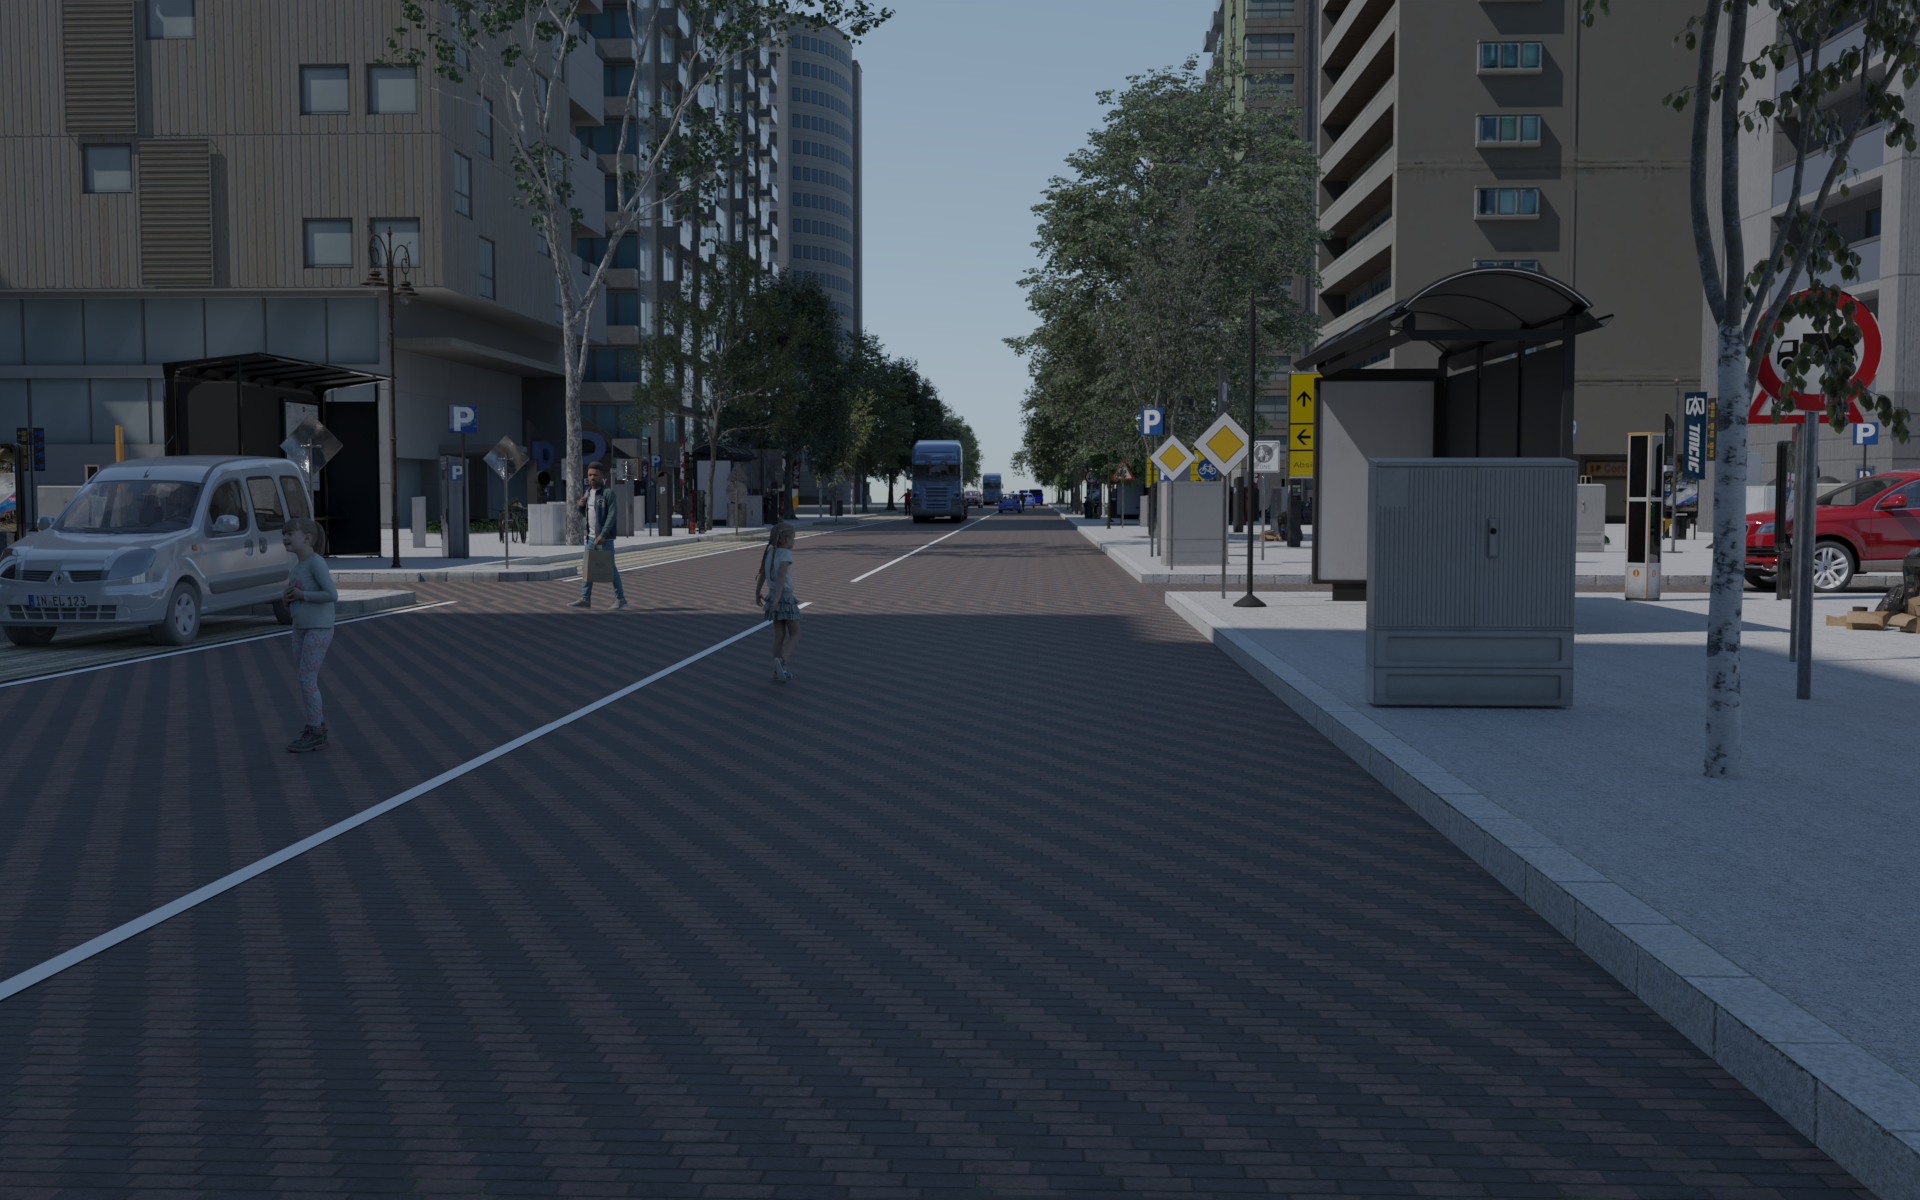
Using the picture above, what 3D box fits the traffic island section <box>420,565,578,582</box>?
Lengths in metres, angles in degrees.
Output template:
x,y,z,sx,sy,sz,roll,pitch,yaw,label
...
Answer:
x,y,z,sx,sy,sz,roll,pitch,yaw,label
-7.788,-0.454,29.706,2.009,0.180,2.903,0,4,2,traffic island section

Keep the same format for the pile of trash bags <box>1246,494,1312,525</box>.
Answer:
x,y,z,sx,sy,sz,roll,pitch,yaw,label
13.275,-3.866,72.954,3.447,1.369,1.912,0,4,-1,pile of trash bags

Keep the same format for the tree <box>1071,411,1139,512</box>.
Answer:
x,y,z,sx,sy,sz,roll,pitch,yaw,label
9.252,-12.024,122.345,9.928,11.665,9.643,0,3,0,tree

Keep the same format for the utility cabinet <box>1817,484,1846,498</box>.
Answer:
x,y,z,sx,sy,sz,roll,pitch,yaw,label
18.322,-1.719,36.790,1.173,1.500,0.318,3,5,43,utility cabinet

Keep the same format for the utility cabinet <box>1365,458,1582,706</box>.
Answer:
x,y,z,sx,sy,sz,roll,pitch,yaw,label
3.068,-0.107,10.424,1.173,1.500,0.318,0,4,3,utility cabinet

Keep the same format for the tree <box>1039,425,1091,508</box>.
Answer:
x,y,z,sx,sy,sz,roll,pitch,yaw,label
10.393,-14.831,160.612,7.486,12.596,7.792,0,3,0,tree

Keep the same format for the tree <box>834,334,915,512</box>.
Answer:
x,y,z,sx,sy,sz,roll,pitch,yaw,label
-6.830,-12.519,122.816,7.486,12.596,7.792,0,3,0,tree

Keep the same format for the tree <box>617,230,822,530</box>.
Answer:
x,y,z,sx,sy,sz,roll,pitch,yaw,label
-8.608,-7.746,61.053,7.601,10.594,8.767,1,4,12,tree

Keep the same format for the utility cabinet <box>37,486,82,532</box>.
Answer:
x,y,z,sx,sy,sz,roll,pitch,yaw,label
-24.628,-2.376,47.532,1.173,1.500,0.318,-2,4,-24,utility cabinet

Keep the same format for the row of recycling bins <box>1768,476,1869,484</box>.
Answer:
x,y,z,sx,sy,sz,roll,pitch,yaw,label
20.431,-2.004,39.883,3.534,1.692,1.069,1,4,9,row of recycling bins

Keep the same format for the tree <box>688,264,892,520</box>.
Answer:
x,y,z,sx,sy,sz,roll,pitch,yaw,label
-8.574,-10.356,86.320,9.611,12.733,9.660,0,3,0,tree

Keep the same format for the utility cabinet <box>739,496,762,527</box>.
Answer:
x,y,z,sx,sy,sz,roll,pitch,yaw,label
-8.273,-3.465,67.816,1.020,1.237,0.306,1,4,14,utility cabinet

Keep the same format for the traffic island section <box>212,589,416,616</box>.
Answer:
x,y,z,sx,sy,sz,roll,pitch,yaw,label
-8.130,0.034,21.728,2.009,0.180,2.903,0,4,2,traffic island section

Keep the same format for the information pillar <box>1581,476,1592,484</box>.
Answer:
x,y,z,sx,sy,sz,roll,pitch,yaw,label
25.095,-3.974,69.466,0.304,2.012,0.304,-1,4,-19,information pillar

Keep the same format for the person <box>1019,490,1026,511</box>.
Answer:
x,y,z,sx,sy,sz,roll,pitch,yaw,label
5.295,-8.373,145.956,0.434,1.755,0.990,3,5,40,person

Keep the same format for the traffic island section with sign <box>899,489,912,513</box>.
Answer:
x,y,z,sx,sy,sz,roll,pitch,yaw,label
-3.527,-7.374,129.190,1.989,1.847,2.006,0,4,2,traffic island section with sign

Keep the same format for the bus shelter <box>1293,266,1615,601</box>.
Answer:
x,y,z,sx,sy,sz,roll,pitch,yaw,label
4.894,-1.482,18.162,2.014,3.302,5.546,0,4,3,bus shelter

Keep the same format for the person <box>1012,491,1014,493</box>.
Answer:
x,y,z,sx,sy,sz,roll,pitch,yaw,label
4.501,-8.400,146.775,0.436,1.711,0.756,-1,4,-20,person

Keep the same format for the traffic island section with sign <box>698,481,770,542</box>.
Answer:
x,y,z,sx,sy,sz,roll,pitch,yaw,label
-6.802,-2.689,52.590,1.989,1.847,2.006,0,4,2,traffic island section with sign

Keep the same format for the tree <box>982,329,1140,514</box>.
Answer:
x,y,z,sx,sy,sz,roll,pitch,yaw,label
7.633,-11.872,111.117,9.611,12.733,9.660,0,3,0,tree

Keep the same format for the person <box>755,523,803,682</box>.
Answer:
x,y,z,sx,sy,sz,roll,pitch,yaw,label
-1.443,0.011,13.336,0.505,1.210,0.382,3,5,44,person

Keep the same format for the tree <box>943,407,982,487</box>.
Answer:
x,y,z,sx,sy,sz,roll,pitch,yaw,label
-2.214,-18.630,222.725,7.486,12.596,7.792,0,3,0,tree

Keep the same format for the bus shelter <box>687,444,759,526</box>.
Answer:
x,y,z,sx,sy,sz,roll,pitch,yaw,label
-9.809,-4.779,72.066,2.014,3.302,5.546,0,4,3,bus shelter

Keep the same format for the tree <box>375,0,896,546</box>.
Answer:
x,y,z,sx,sy,sz,roll,pitch,yaw,label
-8.418,-11.357,41.568,12.611,20.169,13.585,0,3,0,tree

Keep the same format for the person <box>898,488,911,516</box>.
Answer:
x,y,z,sx,sy,sz,roll,pitch,yaw,label
-3.413,-6.427,113.521,1.348,1.831,0.705,0,4,-3,person

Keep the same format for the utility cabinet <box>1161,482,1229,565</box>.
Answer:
x,y,z,sx,sy,sz,roll,pitch,yaw,label
4.213,-1.371,31.098,1.173,1.500,0.318,-1,4,-13,utility cabinet

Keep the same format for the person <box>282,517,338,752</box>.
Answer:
x,y,z,sx,sy,sz,roll,pitch,yaw,label
-3.676,0.186,9.742,0.425,1.301,0.394,2,4,24,person

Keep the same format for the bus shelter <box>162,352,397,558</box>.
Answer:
x,y,z,sx,sy,sz,roll,pitch,yaw,label
-12.289,-2.478,31.806,1.731,3.624,6.357,0,4,3,bus shelter

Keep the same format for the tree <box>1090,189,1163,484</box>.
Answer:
x,y,z,sx,sy,sz,roll,pitch,yaw,label
4.813,-5.515,40.533,4.360,8.622,3.978,0,3,0,tree

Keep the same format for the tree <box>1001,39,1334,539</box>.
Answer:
x,y,z,sx,sy,sz,roll,pitch,yaw,label
5.836,-8.749,49.704,9.857,13.997,8.962,0,3,0,tree

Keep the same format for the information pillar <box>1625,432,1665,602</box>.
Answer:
x,y,z,sx,sy,sz,roll,pitch,yaw,label
8.214,-0.996,20.784,0.304,2.012,0.304,-3,4,-36,information pillar

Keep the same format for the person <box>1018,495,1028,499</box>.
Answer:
x,y,z,sx,sy,sz,roll,pitch,yaw,label
6.199,-10.083,174.077,1.217,1.735,0.721,0,4,8,person

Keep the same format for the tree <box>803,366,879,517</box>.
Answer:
x,y,z,sx,sy,sz,roll,pitch,yaw,label
-7.549,-8.934,96.440,4.737,8.622,4.395,0,3,0,tree

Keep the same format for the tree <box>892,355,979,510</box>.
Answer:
x,y,z,sx,sy,sz,roll,pitch,yaw,label
-5.470,-13.584,139.108,9.611,12.733,9.660,0,3,0,tree

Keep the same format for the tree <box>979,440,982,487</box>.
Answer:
x,y,z,sx,sy,sz,roll,pitch,yaw,label
-4.078,-15.163,164.917,9.611,12.733,9.660,0,3,0,tree

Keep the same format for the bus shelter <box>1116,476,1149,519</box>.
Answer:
x,y,z,sx,sy,sz,roll,pitch,yaw,label
8.545,-5.564,84.890,2.014,3.302,5.546,0,4,2,bus shelter

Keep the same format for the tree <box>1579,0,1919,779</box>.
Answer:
x,y,z,sx,sy,sz,roll,pitch,yaw,label
3.684,-3.496,7.516,4.360,8.622,3.978,0,3,0,tree

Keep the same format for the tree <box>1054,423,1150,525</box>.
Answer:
x,y,z,sx,sy,sz,roll,pitch,yaw,label
6.795,-5.451,72.830,4.285,4.588,4.351,0,3,0,tree

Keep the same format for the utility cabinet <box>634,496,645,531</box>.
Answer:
x,y,z,sx,sy,sz,roll,pitch,yaw,label
-11.157,-3.001,60.234,0.306,1.237,1.020,0,4,-6,utility cabinet

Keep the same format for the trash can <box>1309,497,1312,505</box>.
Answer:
x,y,z,sx,sy,sz,roll,pitch,yaw,label
16.978,-4.336,82.542,0.748,1.137,0.748,0,3,0,trash can

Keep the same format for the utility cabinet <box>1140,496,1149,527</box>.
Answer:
x,y,z,sx,sy,sz,roll,pitch,yaw,label
7.247,-3.470,67.898,0.306,1.237,1.020,1,4,11,utility cabinet

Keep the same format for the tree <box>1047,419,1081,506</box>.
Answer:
x,y,z,sx,sy,sz,roll,pitch,yaw,label
10.023,-13.076,148.211,7.601,10.594,8.767,2,4,33,tree

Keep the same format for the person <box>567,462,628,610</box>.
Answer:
x,y,z,sx,sy,sz,roll,pitch,yaw,label
-4.395,-0.774,21.147,0.713,1.824,0.794,-2,4,-32,person

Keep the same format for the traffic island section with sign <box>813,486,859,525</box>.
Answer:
x,y,z,sx,sy,sz,roll,pitch,yaw,label
-5.662,-4.336,79.521,1.989,1.847,2.006,0,4,2,traffic island section with sign

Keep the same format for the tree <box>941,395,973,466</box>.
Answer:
x,y,z,sx,sy,sz,roll,pitch,yaw,label
-3.598,-17.665,199.191,12.009,13.543,11.850,0,3,0,tree

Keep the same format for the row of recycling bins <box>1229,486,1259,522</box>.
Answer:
x,y,z,sx,sy,sz,roll,pitch,yaw,label
12.773,-4.520,81.022,1.069,1.692,3.534,3,5,43,row of recycling bins

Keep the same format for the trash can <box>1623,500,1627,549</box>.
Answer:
x,y,z,sx,sy,sz,roll,pitch,yaw,label
15.130,-1.645,38.542,0.748,1.137,0.748,0,3,0,trash can

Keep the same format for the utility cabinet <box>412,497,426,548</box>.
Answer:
x,y,z,sx,sy,sz,roll,pitch,yaw,label
-13.011,-1.864,41.642,0.306,1.237,1.020,-1,4,-16,utility cabinet

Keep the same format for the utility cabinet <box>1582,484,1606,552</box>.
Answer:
x,y,z,sx,sy,sz,roll,pitch,yaw,label
13.567,-1.802,38.137,1.173,1.500,0.318,0,4,1,utility cabinet

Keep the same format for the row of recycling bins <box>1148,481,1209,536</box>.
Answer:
x,y,z,sx,sy,sz,roll,pitch,yaw,label
7.010,-2.897,54.471,1.069,1.692,3.534,3,4,38,row of recycling bins

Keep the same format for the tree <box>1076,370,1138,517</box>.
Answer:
x,y,z,sx,sy,sz,roll,pitch,yaw,label
8.422,-9.051,98.350,4.737,8.622,4.395,0,3,0,tree

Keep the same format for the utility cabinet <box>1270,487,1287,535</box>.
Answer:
x,y,z,sx,sy,sz,roll,pitch,yaw,label
9.826,-2.721,53.174,0.318,1.500,1.173,0,4,-5,utility cabinet
